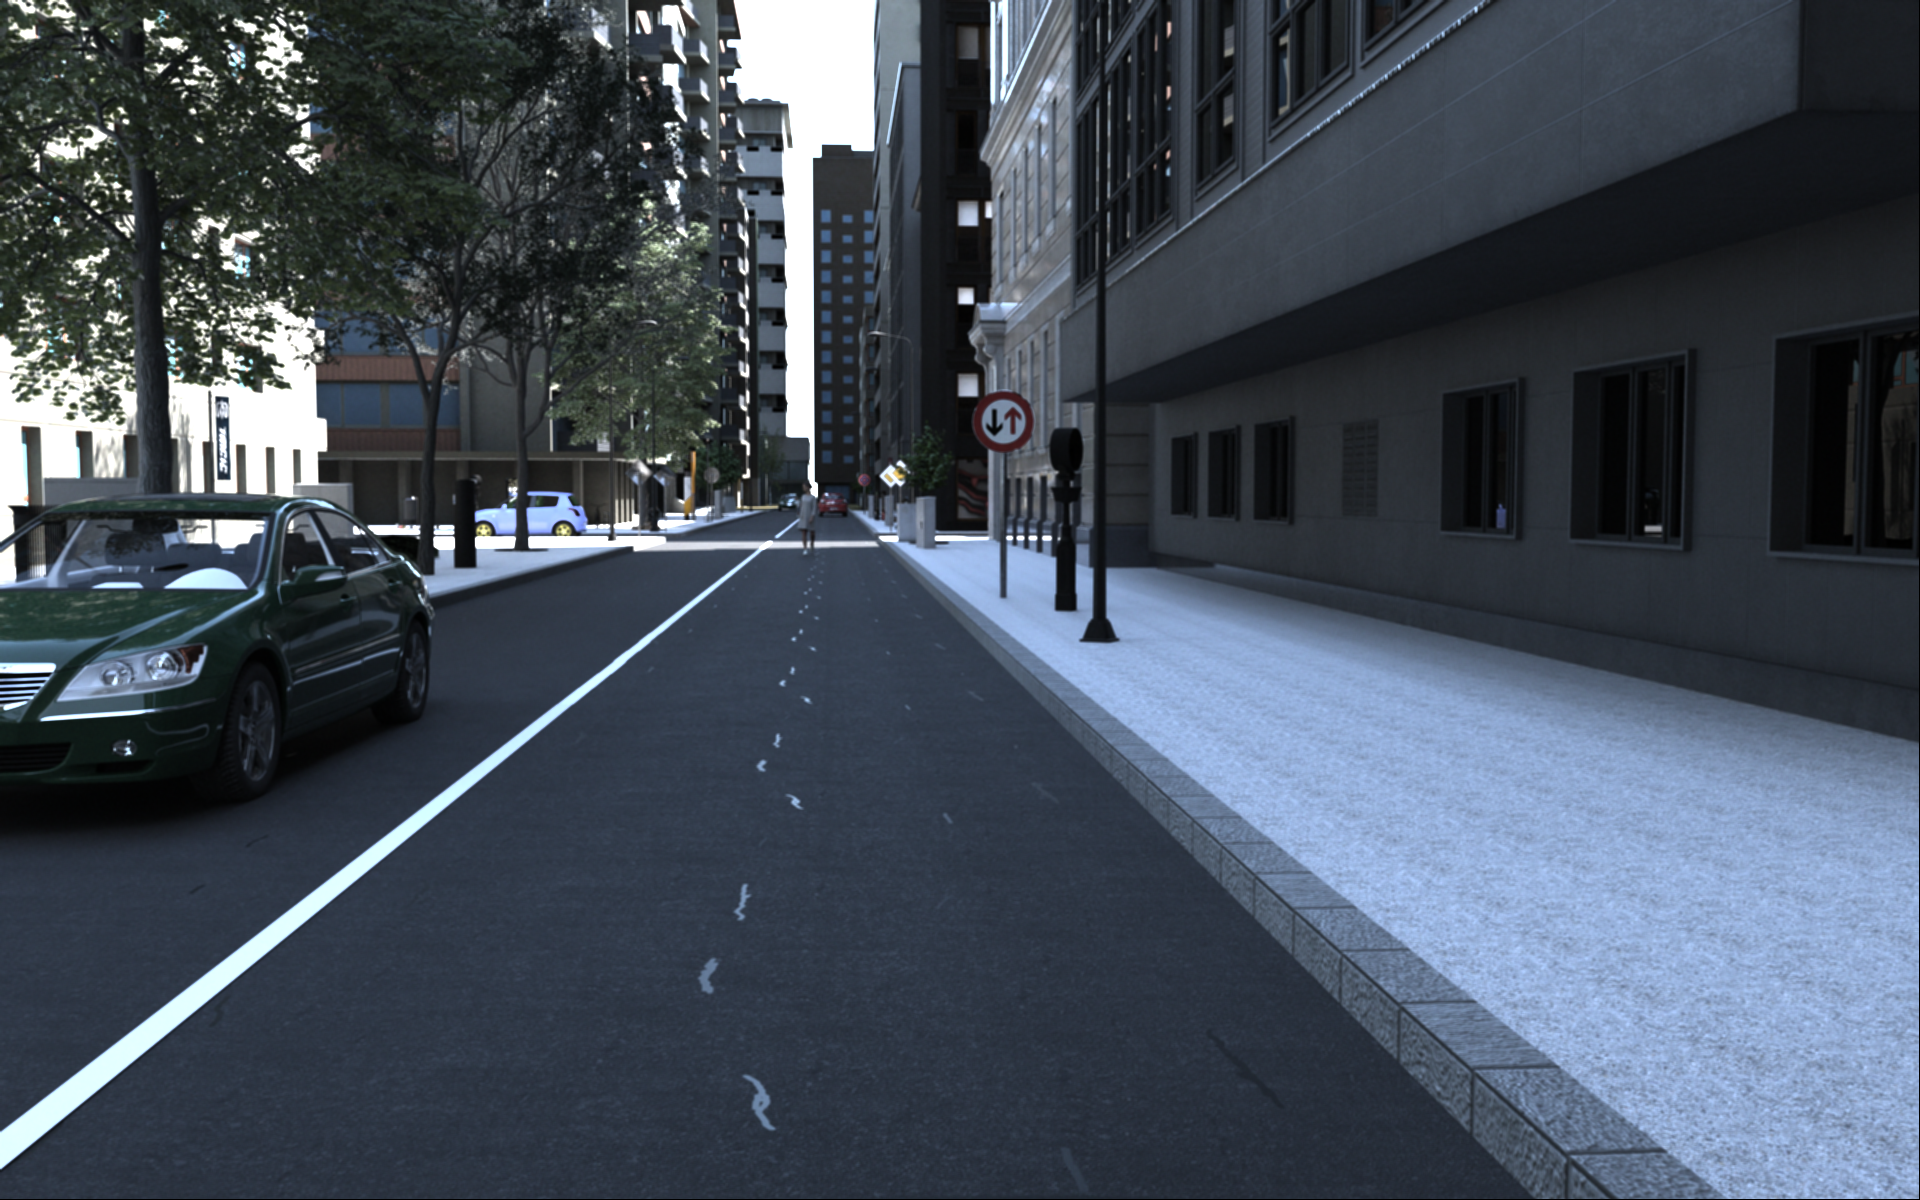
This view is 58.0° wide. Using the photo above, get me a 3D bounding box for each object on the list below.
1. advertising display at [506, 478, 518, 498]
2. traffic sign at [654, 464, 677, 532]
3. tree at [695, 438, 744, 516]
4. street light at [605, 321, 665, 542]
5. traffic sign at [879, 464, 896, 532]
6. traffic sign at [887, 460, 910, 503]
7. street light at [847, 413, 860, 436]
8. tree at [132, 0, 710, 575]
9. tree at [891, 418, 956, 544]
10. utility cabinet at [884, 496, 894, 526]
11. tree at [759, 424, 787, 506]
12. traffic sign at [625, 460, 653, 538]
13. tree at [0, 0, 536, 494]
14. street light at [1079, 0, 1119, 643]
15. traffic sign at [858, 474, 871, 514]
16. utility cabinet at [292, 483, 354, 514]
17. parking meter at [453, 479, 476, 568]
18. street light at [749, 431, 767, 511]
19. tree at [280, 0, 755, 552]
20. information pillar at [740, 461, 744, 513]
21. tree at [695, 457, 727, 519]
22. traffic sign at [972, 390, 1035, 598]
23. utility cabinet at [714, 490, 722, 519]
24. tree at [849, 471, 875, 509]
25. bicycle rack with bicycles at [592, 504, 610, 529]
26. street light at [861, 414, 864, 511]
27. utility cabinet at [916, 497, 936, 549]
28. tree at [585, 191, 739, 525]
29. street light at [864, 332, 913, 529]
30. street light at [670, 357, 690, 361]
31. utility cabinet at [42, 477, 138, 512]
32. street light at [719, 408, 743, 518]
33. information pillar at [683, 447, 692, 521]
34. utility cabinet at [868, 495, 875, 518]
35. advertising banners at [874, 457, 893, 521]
[{"bbox_3d":[-17.486,-3.863,68.379,0.123,1.923,0.974,3,4,36],"label":"advertising display"},{"bbox_3d":[-9.866,-3.327,58.043,0.795,2.450,0.064,0,4,-4],"label":"traffic sign"},{"bbox_3d":[-14.377,-7.236,102.017,4.285,4.588,4.351,0,3,0],"label":"tree"},{"bbox_3d":[-8.835,-4.528,46.572,1.470,5.913,1.316,0,4,-4],"label":"street light"},{"bbox_3d":[-2.341,-3.360,58.581,0.795,2.450,0.064,0,4,-4],"label":"traffic sign"},{"bbox_3d":[-1.747,-2.873,50.618,0.795,2.450,0.064,0,4,-4],"label":"traffic sign"},{"bbox_3d":[-5.535,-7.723,98.817,1.470,5.913,1.316,0,4,-4],"label":"street light"},{"bbox_3d":[-8.381,-5.652,26.830,8.767,10.594,7.601,-1,4,-21],"label":"tree"},{"bbox_3d":[-0.945,-3.059,44.608,1.663,3.219,1.824,0,3,0],"label":"tree"},{"bbox_3d":[-2.847,-3.563,69.422,0.306,1.237,1.020,0,4,-7],"label":"utility cabinet"},{"bbox_3d":[-19.887,-14.106,180.992,4.737,8.622,4.395,0,3,0],"label":"tree"},{"bbox_3d":[-9.272,-2.840,50.080,0.795,2.450,0.064,0,4,-4],"label":"traffic sign"},{"bbox_3d":[-8.218,-6.067,17.328,7.486,12.596,7.792,0,3,0],"label":"tree"},{"bbox_3d":[0.677,-2.591,14.900,1.470,5.913,1.316,0,4,-4],"label":"street light"},{"bbox_3d":[-6.059,-6.717,109.926,0.768,2.556,0.104,0,4,-4],"label":"traffic sign"},{"bbox_3d":[-13.222,-1.668,35.957,1.173,1.500,0.318,0,4,3],"label":"utility cabinet"},{"bbox_3d":[-8.636,-1.332,30.192,0.372,1.533,0.369,0,3,0],"label":"parking meter"},{"bbox_3d":[-14.971,-9.531,128.371,1.470,5.913,1.316,0,4,-4],"label":"street light"},{"bbox_3d":[-9.735,-7.847,38.664,12.009,13.543,11.850,0,3,0],"label":"tree"},{"bbox_3d":[-15.149,-7.887,120.302,0.183,3.616,0.504,0,4,-3],"label":"information pillar"},{"bbox_3d":[-12.921,-5.882,90.764,1.663,3.219,1.824,0,3,0],"label":"tree"},{"bbox_3d":[0.538,-1.299,21.348,0.768,2.556,0.104,0,4,3],"label":"traffic sign"},{"bbox_3d":[-12.338,-4.863,88.185,0.318,1.500,1.173,0,4,-3],"label":"utility cabinet"},{"bbox_3d":[-8.491,-9.397,148.244,1.663,3.219,1.824,0,3,0],"label":"tree"},{"bbox_3d":[-14.088,-3.102,64.092,2.852,0.926,2.925,-1,4,-16],"label":"bicycle rack with bicycles"},{"bbox_3d":[-2.783,-5.574,63.675,1.470,5.913,1.316,0,4,-4],"label":"street light"},{"bbox_3d":[-0.816,-1.826,41.019,0.306,1.237,1.020,-1,4,-12],"label":"utility cabinet"},{"bbox_3d":[-12.091,-8.983,64.992,7.486,12.596,7.792,0,3,0],"label":"tree"},{"bbox_3d":[-1.948,-4.733,49.931,1.470,5.913,1.316,0,4,-4],"label":"street light"},{"bbox_3d":[-9.850,-5.274,58.778,1.470,5.913,1.316,0,4,-4],"label":"street light"},{"bbox_3d":[-11.734,-0.904,23.455,1.173,1.500,0.318,-2,4,-30],"label":"utility cabinet"},{"bbox_3d":[-12.419,-7.408,93.668,1.470,5.913,1.316,0,4,-4],"label":"street light"},{"bbox_3d":[-13.043,-5.617,83.200,0.504,3.616,0.183,-2,4,-25],"label":"information pillar"},{"bbox_3d":[-4.745,-5.026,93.344,0.306,1.237,1.020,0,4,3],"label":"utility cabinet"},{"bbox_3d":[-3.691,-5.345,83.579,0.090,3.025,2.074,-2,4,-27],"label":"advertising banners"}]
